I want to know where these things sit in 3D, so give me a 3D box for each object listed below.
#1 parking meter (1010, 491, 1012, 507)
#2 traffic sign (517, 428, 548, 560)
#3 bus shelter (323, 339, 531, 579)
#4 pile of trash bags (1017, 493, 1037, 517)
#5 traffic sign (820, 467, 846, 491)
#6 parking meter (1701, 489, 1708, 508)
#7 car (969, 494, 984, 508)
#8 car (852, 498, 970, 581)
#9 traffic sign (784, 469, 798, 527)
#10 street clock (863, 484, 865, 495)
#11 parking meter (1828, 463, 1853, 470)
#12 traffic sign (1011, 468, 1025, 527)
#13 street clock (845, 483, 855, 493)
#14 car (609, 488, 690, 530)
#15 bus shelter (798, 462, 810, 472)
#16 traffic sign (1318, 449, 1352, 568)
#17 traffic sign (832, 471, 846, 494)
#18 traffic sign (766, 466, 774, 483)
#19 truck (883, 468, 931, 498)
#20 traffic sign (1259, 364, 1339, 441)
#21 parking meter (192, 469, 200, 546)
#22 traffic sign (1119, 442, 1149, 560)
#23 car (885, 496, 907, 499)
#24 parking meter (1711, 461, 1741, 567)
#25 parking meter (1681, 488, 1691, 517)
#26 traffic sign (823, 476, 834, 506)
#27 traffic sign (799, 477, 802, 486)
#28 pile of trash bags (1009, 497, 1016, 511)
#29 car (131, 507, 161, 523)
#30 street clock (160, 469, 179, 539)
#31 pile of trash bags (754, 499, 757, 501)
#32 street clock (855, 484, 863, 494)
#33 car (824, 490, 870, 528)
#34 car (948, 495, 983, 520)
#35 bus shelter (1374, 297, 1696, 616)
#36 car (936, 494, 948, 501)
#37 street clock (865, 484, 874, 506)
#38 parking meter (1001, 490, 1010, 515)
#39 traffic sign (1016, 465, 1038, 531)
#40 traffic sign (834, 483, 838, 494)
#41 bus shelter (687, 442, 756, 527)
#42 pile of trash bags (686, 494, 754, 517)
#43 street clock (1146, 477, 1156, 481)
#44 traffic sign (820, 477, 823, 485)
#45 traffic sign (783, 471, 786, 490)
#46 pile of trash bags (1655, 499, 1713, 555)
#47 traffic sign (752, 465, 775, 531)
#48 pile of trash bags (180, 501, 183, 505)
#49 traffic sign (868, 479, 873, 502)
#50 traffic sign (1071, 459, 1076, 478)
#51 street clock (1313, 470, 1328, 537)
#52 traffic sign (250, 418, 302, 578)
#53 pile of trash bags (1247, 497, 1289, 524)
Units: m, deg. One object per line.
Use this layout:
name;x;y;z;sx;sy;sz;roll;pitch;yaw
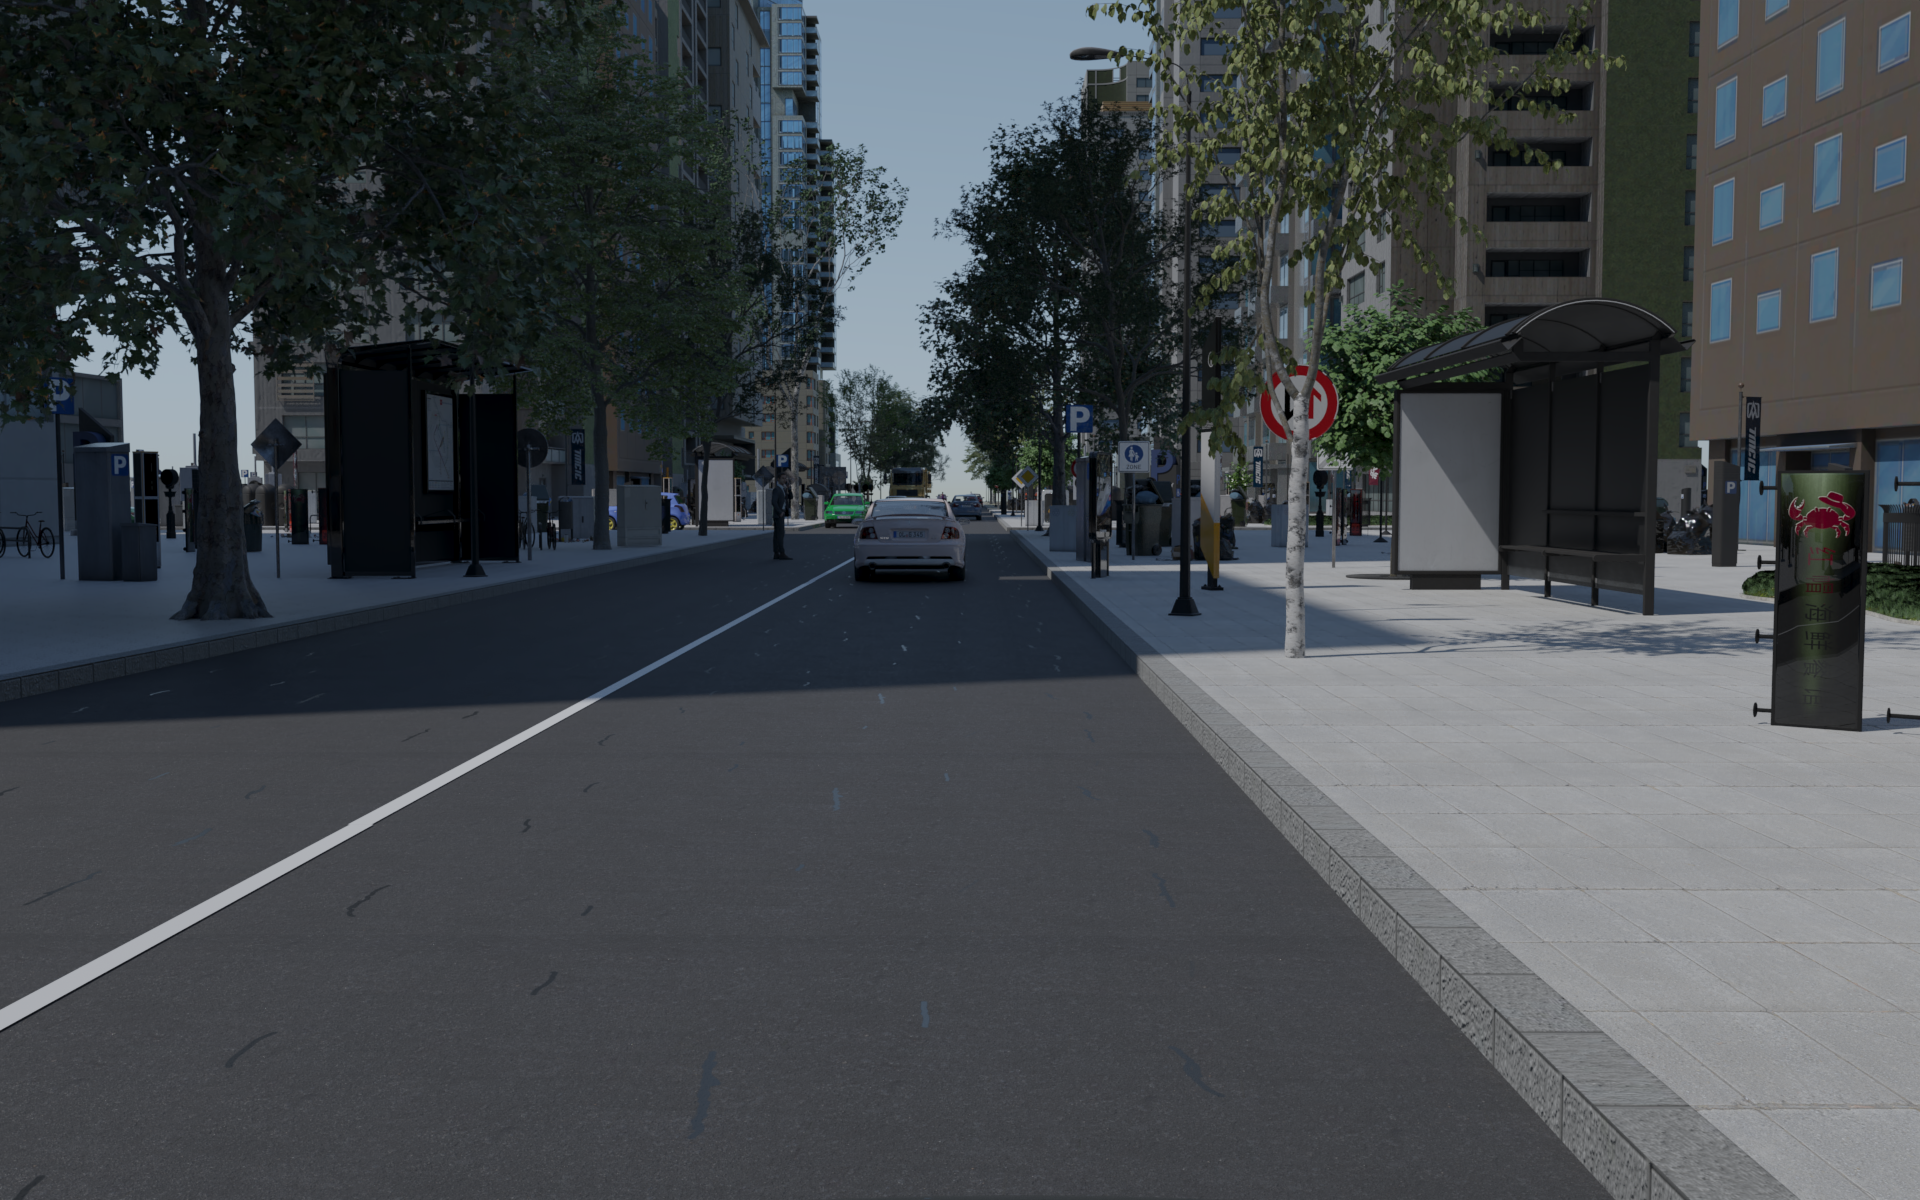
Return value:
parking meter;3.951;-7.927;138.009;0.372;1.533;0.369;0;3;0
traffic sign;-8.325;-2.039;33.437;0.768;2.556;0.104;0;4;4
bus shelter;-8.741;-2.318;29.178;1.731;3.624;6.357;0;4;1
pile of trash bags;4.406;-5.210;94.930;1.912;1.369;3.447;0;4;-4
traffic sign;-9.551;-8.226;128.368;2.265;3.308;0.079;0;4;1
parking meter;38.865;-5.022;90.519;0.372;1.533;0.369;0;3;0
car;1.560;-10.780;185.288;2.155;1.783;4.494;0;4;0
car;-0.854;-1.080;30.015;2.083;1.381;4.827;0;4;-1
traffic sign;-6.778;-3.949;68.209;0.795;2.450;0.064;0;4;0
street clock;-6.947;-7.467;126.658;0.471;2.002;0.358;-1;4;-17
parking meter;16.536;-1.642;32.557;0.255;1.863;0.399;-2;4;-30
traffic sign;2.416;-3.944;68.120;0.795;2.450;0.064;0;4;0
street clock;-7.345;-6.708;114.246;0.471;2.002;0.358;-1;4;-19
car;-12.107;-3.424;65.579;3.694;1.707;1.945;0;4;-1
bus shelter;-10.388;-6.817;105.374;2.014;3.302;5.546;0;4;1
traffic sign;6.496;-1.708;30.055;0.606;2.300;0.079;0;4;6
traffic sign;-6.741;-5.886;96.343;0.768;2.556;0.104;0;4;7
traffic sign;-8.740;-4.824;78.978;0.768;2.556;0.104;0;4;2
truck;-3.653;-8.117;128.640;3.469;3.379;9.791;0;4;2
traffic sign;3.325;-1.037;17.065;0.768;2.556;0.104;0;4;5
parking meter;-17.798;-2.141;40.716;0.255;1.863;0.399;3;4;38
traffic sign;3.367;-1.924;33.585;0.606;2.300;0.079;0;4;7
car;-3.626;-5.238;98.215;1.945;1.354;3.894;0;4;0
parking meter;13.490;-1.516;30.493;0.399;1.863;0.255;-1;4;-12
parking meter;29.150;-3.739;69.544;0.372;1.533;0.369;0;3;0
traffic sign;-7.470;-5.885;98.355;0.606;2.300;0.079;0;4;2
traffic sign;-11.419;-7.398;121.055;0.768;2.556;0.104;1;4;10
pile of trash bags;4.946;-7.625;134.416;1.912;1.369;3.447;-1;4;-10
car;-32.001;-3.176;63.723;4.920;1.459;2.131;0;4;-1
street clock;-22.740;-2.771;49.870;0.471;2.002;0.358;1;4;19
pile of trash bags;-13.132;-6.892;122.438;1.912;1.369;3.447;3;4;39
street clock;-7.486;-7.394;125.454;0.471;2.002;0.358;-1;4;-16
car;-4.781;-3.997;74.150;1.959;1.807;4.718;0;4;1
car;0.293;-5.112;95.580;2.014;1.417;4.499;0;4;-1
bus shelter;6.563;-1.633;20.621;2.014;3.302;5.546;0;4;0
car;-3.151;-17.885;301.456;2.155;1.783;4.494;0;4;-1
street clock;-6.425;-7.390;125.389;0.358;2.002;0.471;1;4;18
parking meter;2.747;-6.115;108.394;0.372;1.533;0.369;0;3;0
traffic sign;2.356;-3.455;60.135;0.795;2.450;0.064;0;4;0
traffic sign;-9.015;-7.642;125.054;0.768;2.556;0.104;1;4;8
bus shelter;-9.594;-4.670;70.270;2.014;3.302;5.546;0;4;0
pile of trash bags;-13.488;-5.233;95.315;3.447;1.369;1.912;-3;4;-37
street clock;8.117;-4.233;73.785;0.471;2.002;0.358;2;4;23
traffic sign;-10.433;-7.805;127.719;0.768;2.556;0.104;1;4;8
traffic sign;-9.834;-5.943;97.282;0.768;2.556;0.104;0;4;5
pile of trash bags;15.160;-1.730;38.042;1.912;1.369;3.447;-2;4;-31
traffic sign;-6.838;-3.461;60.225;0.795;2.450;0.064;0;4;0
pile of trash bags;-63.681;-8.095;142.098;3.447;1.369;1.912;2;4;28
traffic sign;-7.084;-8.180;133.852;0.768;2.556;0.104;1;4;9
traffic sign;4.240;-3.688;60.408;0.768;2.556;0.104;0;4;1
street clock;10.789;-2.894;51.888;0.358;2.002;0.471;-1;4;-23
traffic sign;-10.429;-1.545;26.439;0.795;2.450;0.064;0;4;2
pile of trash bags;13.683;-3.944;74.236;1.912;1.369;3.447;-1;4;-21
